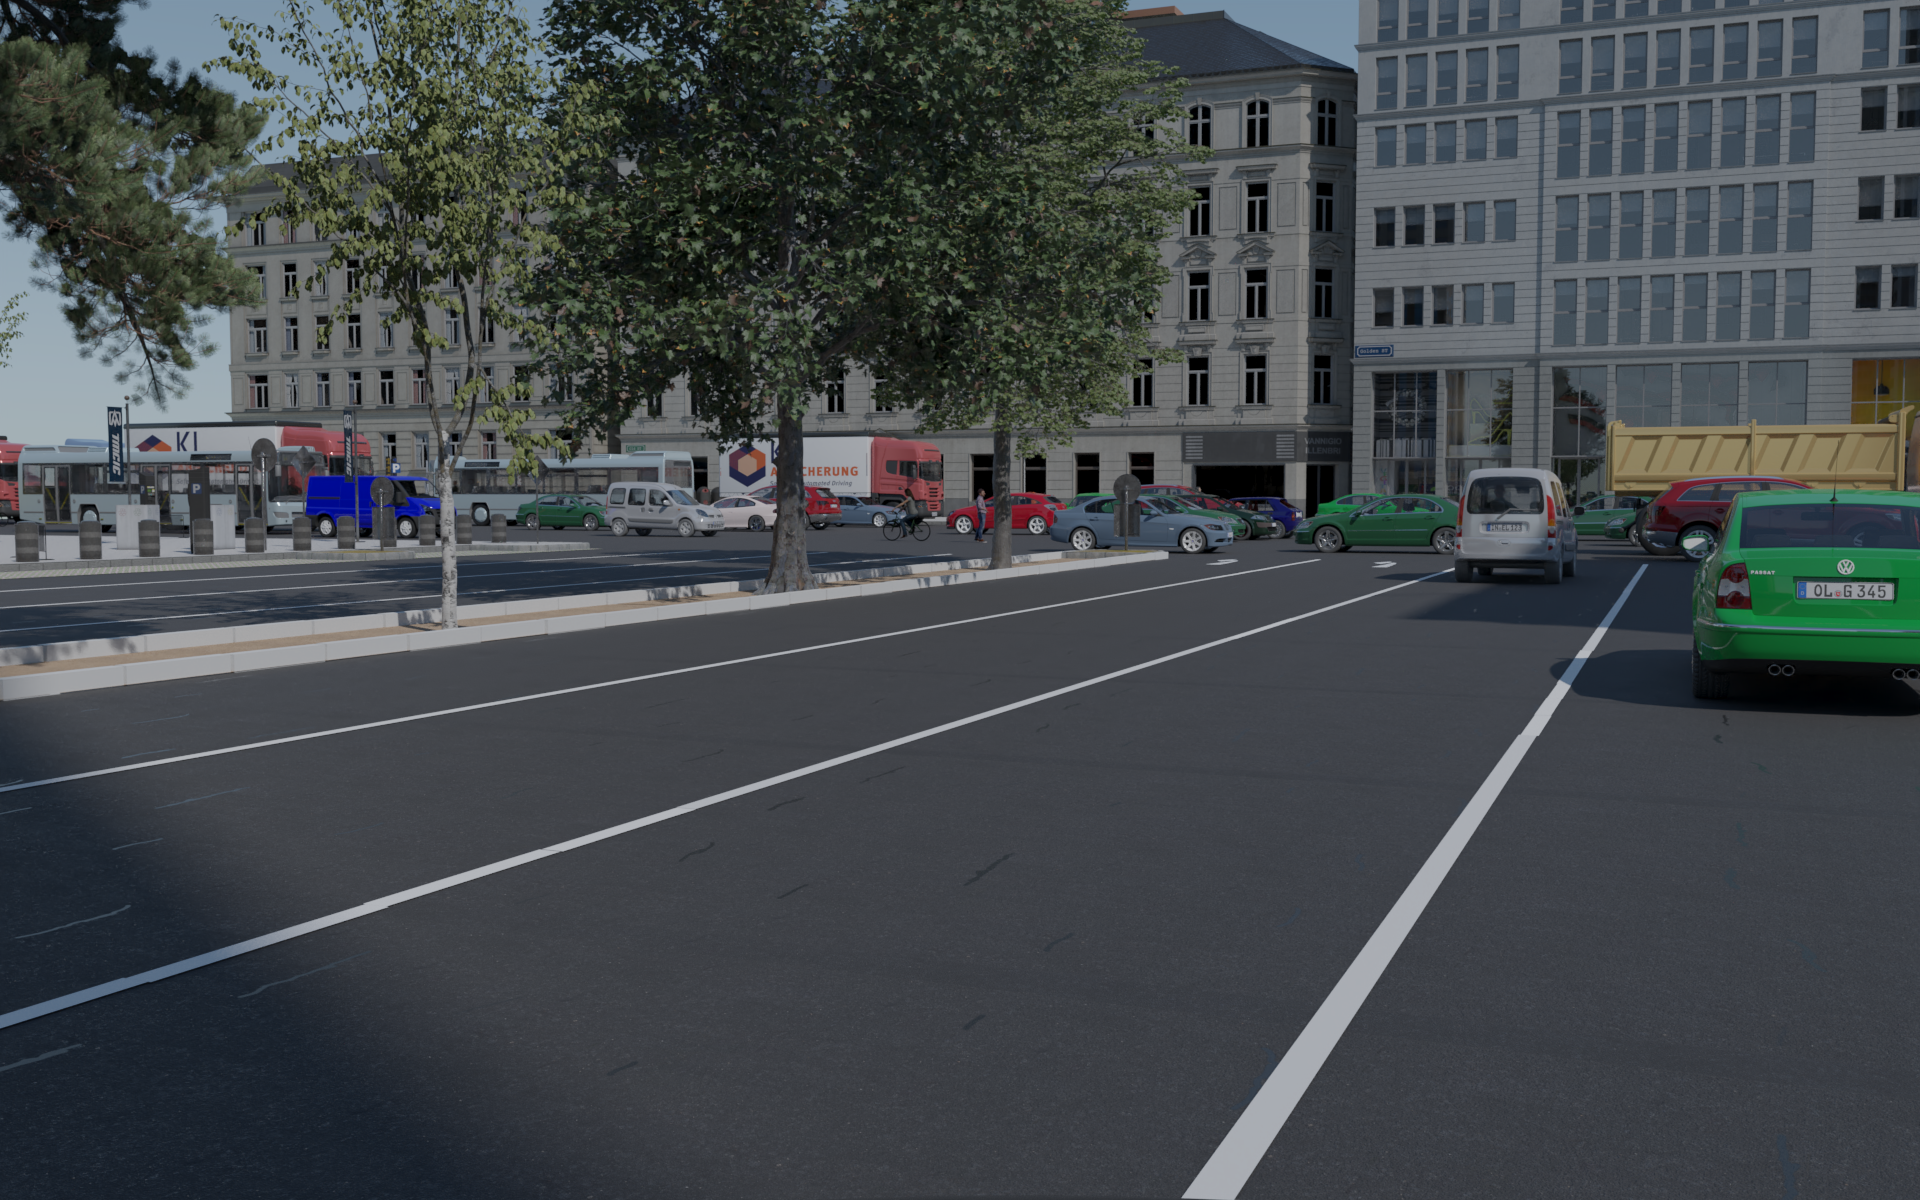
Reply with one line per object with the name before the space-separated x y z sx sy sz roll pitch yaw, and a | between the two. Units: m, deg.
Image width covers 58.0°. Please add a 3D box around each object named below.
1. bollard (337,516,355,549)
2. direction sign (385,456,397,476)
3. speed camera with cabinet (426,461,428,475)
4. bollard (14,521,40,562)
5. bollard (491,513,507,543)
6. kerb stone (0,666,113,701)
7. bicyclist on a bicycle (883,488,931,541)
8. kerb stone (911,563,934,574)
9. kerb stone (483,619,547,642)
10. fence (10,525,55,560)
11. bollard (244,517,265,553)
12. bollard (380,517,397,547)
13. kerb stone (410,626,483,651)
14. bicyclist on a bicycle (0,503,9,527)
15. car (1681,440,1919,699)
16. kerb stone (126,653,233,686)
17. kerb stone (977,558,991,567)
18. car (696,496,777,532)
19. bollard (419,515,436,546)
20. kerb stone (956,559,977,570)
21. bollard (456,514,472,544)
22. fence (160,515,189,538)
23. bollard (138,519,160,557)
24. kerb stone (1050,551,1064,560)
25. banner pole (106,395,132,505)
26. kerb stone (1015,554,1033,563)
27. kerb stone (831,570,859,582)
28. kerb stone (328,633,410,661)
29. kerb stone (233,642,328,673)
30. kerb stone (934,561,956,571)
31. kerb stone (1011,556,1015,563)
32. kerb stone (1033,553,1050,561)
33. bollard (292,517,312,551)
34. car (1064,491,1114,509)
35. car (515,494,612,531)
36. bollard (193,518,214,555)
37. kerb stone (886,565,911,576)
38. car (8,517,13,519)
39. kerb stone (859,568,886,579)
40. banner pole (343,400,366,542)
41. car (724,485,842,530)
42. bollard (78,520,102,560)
bollard | -14.354 -1.577 40.500 0.404 0.777 0.398 0 3 0
direction sign | -34.245 -6.872 104.349 0.379 3.537 0.876 2 4 28
speed camera with cabinet | -31.026 -6.569 101.744 0.660 3.252 2.038 -1 4 -23
bollard | -17.641 -1.103 32.744 0.404 0.777 0.398 0 3 0
bollard | -12.166 -1.893 45.667 0.404 0.777 0.398 0 3 0
kerb stone | -6.485 0.596 12.474 0.120 0.150 1.000 1 4 23
bicyclist on a bicycle | -1.634 -2.616 52.799 1.625 1.676 1.499 2 4 23
kerb stone | -0.776 -0.559 31.336 0.120 0.150 1.000 1 4 23
kerb stone | -4.485 0.307 17.221 0.120 0.150 1.000 1 4 23
fence | -18.396 -1.158 34.307 0.278 0.683 2.069 -3 5 -43
bollard | -15.449 -1.419 37.922 0.404 0.777 0.398 0 3 0
bollard | -13.802 -1.656 41.793 0.404 0.777 0.398 0 3 0
kerb stone | -4.872 0.363 16.268 0.120 0.150 1.000 1 4 23
bicyclist on a bicycle | -42.173 -4.001 75.441 1.499 1.676 1.625 1 4 22
car | 6.504 -0.263 13.090 1.959 1.807 4.718 1 4 23
kerb stone | -6.086 0.537 13.422 0.120 0.150 1.000 1 4 23
kerb stone | 0.431 -0.733 34.188 0.120 0.150 1.000 1 4 23
car | -8.599 -3.335 66.886 4.827 1.381 2.083 1 4 23
bollard | -13.258 -1.735 43.083 0.404 0.777 0.398 0 3 0
kerb stone | 0.032 -0.675 33.231 0.120 0.150 1.000 1 4 23
bollard | -12.712 -1.814 44.373 0.404 0.777 0.398 0 3 0
fence | -22.604 -2.086 49.478 0.278 0.683 2.069 0 4 -1
bollard | -16.544 -1.261 35.334 0.404 0.777 0.398 0 3 0
kerb stone | 2.041 -0.965 37.977 0.120 0.150 1.000 1 4 23
banner pole | -21.210 -3.290 43.817 0.401 3.779 0.863 1 4 21
kerb stone | 1.245 -0.849 36.079 0.120 0.150 1.000 1 4 23
kerb stone | -1.976 -0.384 28.493 0.120 0.150 1.000 1 4 23
kerb stone | -5.284 0.420 15.325 0.120 0.150 1.000 1 4 23
kerb stone | -5.678 0.481 14.368 0.120 0.150 1.000 1 4 23
kerb stone | -0.370 -0.617 32.281 0.120 0.150 1.000 1 4 23
kerb stone | 0.838 -0.791 35.134 0.120 0.150 1.000 1 4 23
kerb stone | 1.641 -0.906 37.030 0.120 0.150 1.000 1 4 23
bollard | -14.899 -1.498 39.210 0.404 0.777 0.398 0 3 0
car | 5.002 -3.417 64.665 1.959 1.807 4.718 1 4 22
car | -15.358 -3.492 68.895 4.920 1.459 2.131 2 4 25
bollard | -16.000 -1.340 36.625 0.404 0.777 0.398 0 3 0
kerb stone | -1.170 -0.501 30.385 0.120 0.150 1.000 1 4 23
car | -53.286 -5.149 96.192 2.014 1.417 4.499 2 4 24
kerb stone | -1.574 -0.443 29.440 0.120 0.150 1.000 1 4 23
banner pole | -16.060 -3.408 45.744 0.401 3.779 0.863 1 4 9
car | -7.340 -3.717 69.440 5.304 1.827 2.281 1 4 22
bollard | -17.093 -1.182 34.043 0.404 0.777 0.398 0 3 0
